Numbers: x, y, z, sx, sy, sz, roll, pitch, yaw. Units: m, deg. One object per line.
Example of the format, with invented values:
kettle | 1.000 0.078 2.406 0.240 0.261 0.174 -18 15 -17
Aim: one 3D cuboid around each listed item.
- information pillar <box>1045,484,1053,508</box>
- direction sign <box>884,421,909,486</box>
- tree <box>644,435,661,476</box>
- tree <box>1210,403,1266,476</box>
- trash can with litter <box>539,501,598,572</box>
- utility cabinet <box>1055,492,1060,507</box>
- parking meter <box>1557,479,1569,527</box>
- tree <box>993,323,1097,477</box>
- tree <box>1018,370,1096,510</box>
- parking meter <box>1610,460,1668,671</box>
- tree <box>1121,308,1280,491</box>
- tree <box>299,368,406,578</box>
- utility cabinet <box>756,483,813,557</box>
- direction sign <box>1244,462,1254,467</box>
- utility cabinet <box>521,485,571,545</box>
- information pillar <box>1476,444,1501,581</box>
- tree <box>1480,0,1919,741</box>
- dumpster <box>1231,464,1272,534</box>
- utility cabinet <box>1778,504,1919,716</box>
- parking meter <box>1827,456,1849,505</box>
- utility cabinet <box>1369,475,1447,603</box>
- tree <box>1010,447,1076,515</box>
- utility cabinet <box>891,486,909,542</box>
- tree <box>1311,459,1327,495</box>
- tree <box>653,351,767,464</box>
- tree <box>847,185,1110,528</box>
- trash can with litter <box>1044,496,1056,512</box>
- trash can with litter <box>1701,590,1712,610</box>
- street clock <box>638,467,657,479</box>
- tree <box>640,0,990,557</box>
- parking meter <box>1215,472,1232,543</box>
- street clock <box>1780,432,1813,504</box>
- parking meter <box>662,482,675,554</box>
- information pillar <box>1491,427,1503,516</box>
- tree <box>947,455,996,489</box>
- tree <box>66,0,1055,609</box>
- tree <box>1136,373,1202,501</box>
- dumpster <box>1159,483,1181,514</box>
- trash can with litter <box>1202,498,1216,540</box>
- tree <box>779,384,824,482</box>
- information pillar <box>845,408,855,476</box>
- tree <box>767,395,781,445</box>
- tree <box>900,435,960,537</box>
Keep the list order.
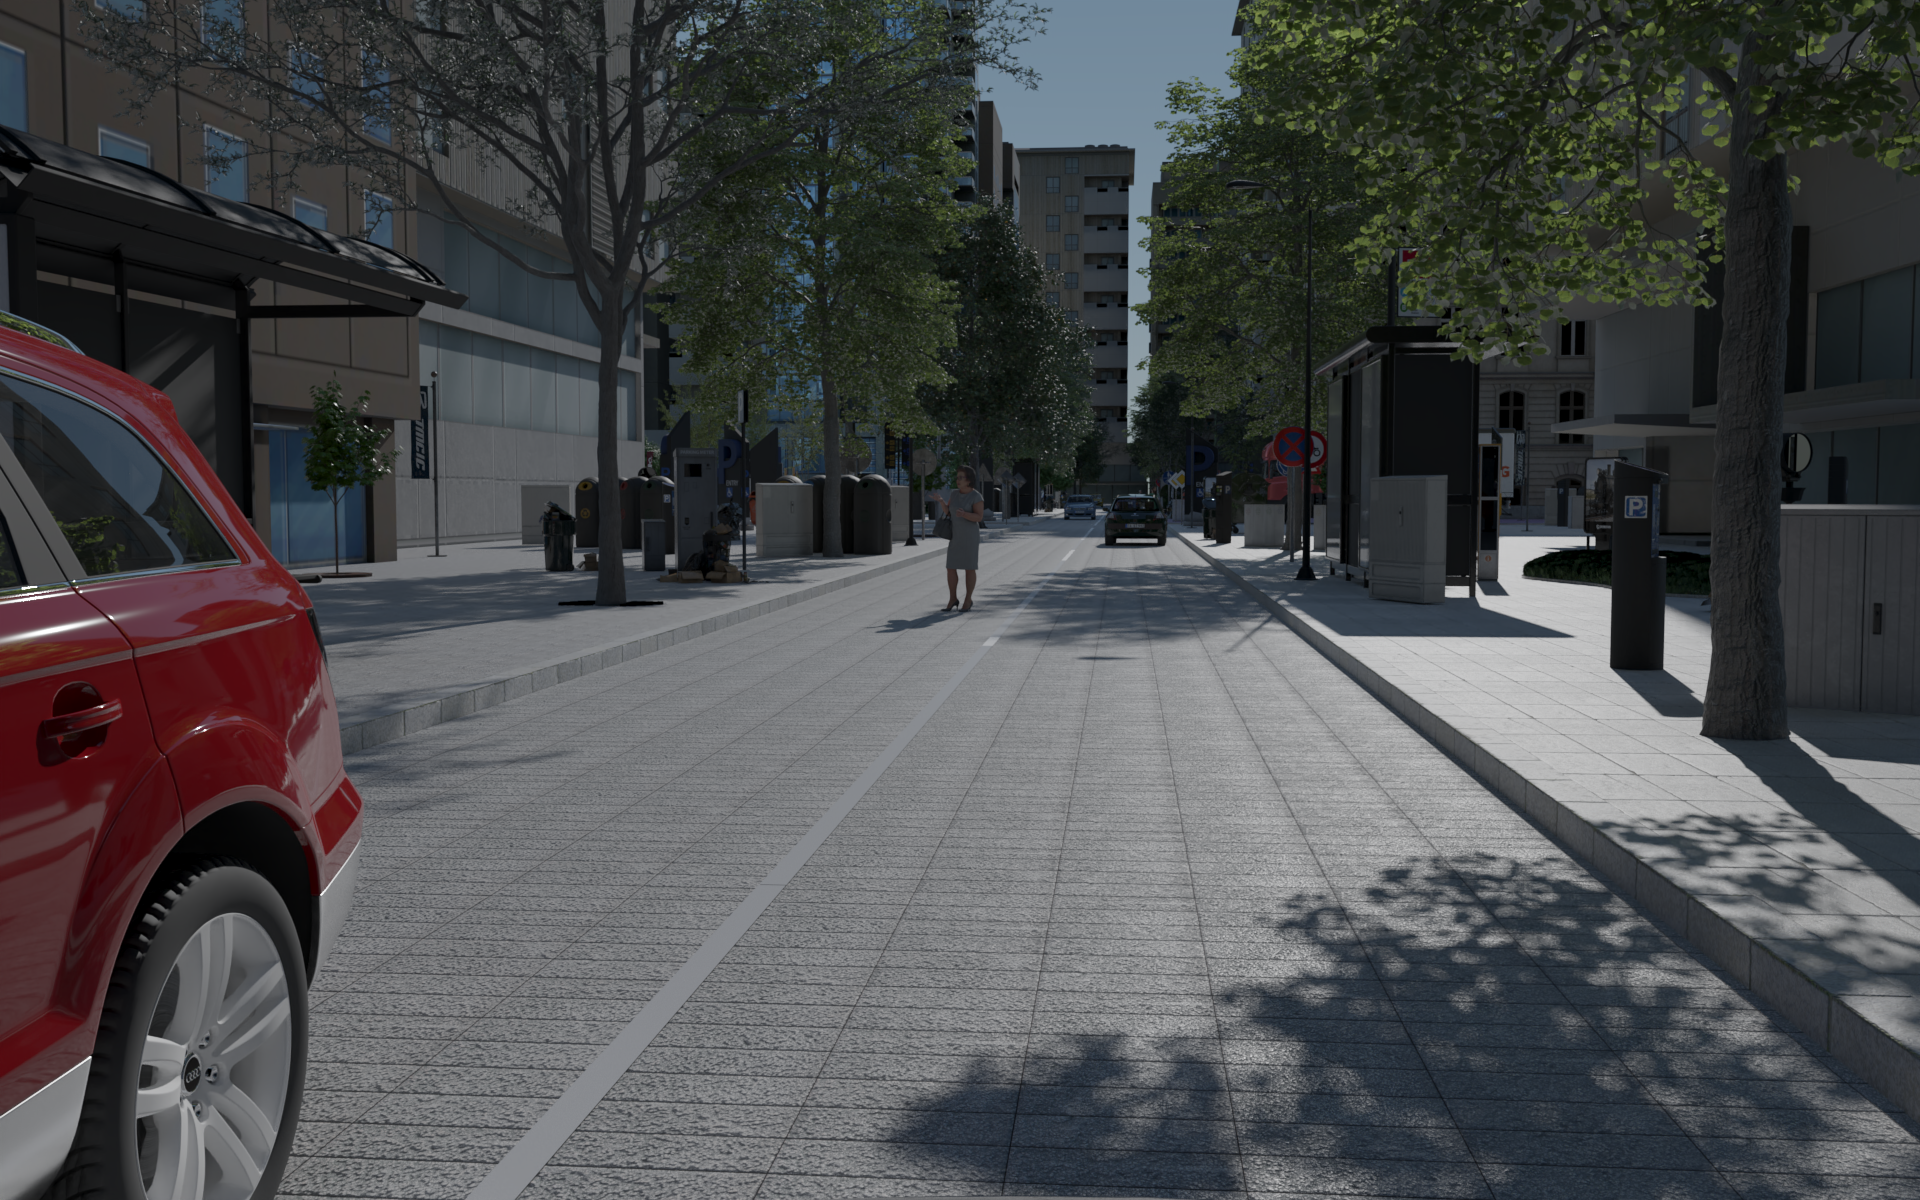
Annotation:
information pillar | 6.612 -7.520 127.447 0.304 2.012 0.304 -2 4 -34
direction sign | -1.911 -3.788 53.929 0.876 3.537 0.379 -1 4 -9
tree | -17.458 -6.858 95.846 4.285 4.588 4.351 0 3 0
tree | 19.017 -10.297 118.717 4.737 8.622 4.395 0 3 0
trash can with litter | -6.456 -1.070 28.888 1.055 1.170 0.624 -1 4 -23
utility cabinet | 8.687 -8.883 153.914 0.318 1.500 1.173 1 4 12
parking meter | 23.650 -3.806 67.938 0.255 1.863 0.399 -2 4 -31
tree | 4.710 -12.997 119.155 9.857 13.997 8.962 0 3 0
tree | 7.632 -13.348 143.999 9.928 11.665 9.643 0 3 0
parking meter | 4.986 -0.263 12.718 0.372 1.533 0.369 0 3 0
tree | 12.240 -9.203 84.884 7.601 10.594 8.767 -1 4 -11
tree | -9.652 -1.959 26.626 1.663 3.219 1.824 0 3 0
utility cabinet | -3.577 -1.632 35.361 1.173 1.500 0.318 -3 4 -36
direction sign | 20.442 -7.998 122.772 0.379 3.537 0.876 -3 5 -40
utility cabinet | -10.343 -2.118 43.305 1.173 1.500 0.318 0 4 -7
information pillar | 7.779 -1.286 25.516 0.304 2.012 0.304 1 4 11
tree | 4.308 -5.523 8.431 7.486 12.596 7.792 0 3 0
dumpster | 9.421 -3.324 56.844 1.502 2.255 1.985 0 4 6
utility cabinet | 5.295 0.050 10.343 1.020 1.237 0.306 3 4 38
parking meter | 13.699 -1.305 27.054 0.255 1.863 0.399 2 4 31
utility cabinet | 5.297 -0.727 20.562 0.318 1.500 1.173 -1 4 -19
tree | 4.551 -7.615 108.226 4.285 4.588 4.351 0 3 0
utility cabinet | -1.850 -2.268 45.764 1.173 1.500 0.318 -3 5 -44
tree | 14.921 -4.589 69.636 1.663 3.219 1.824 0 3 0
tree | -12.865 -8.336 86.659 4.737 8.622 4.395 0 3 0
tree | 0.512 -9.050 64.973 9.611 12.733 9.660 0 3 0
trash can with litter | 6.283 -6.736 121.525 0.624 1.170 1.055 1 4 20
trash can with litter | 8.496 -0.436 18.516 1.055 1.170 0.624 3 5 43
street clock | -8.328 -2.546 46.205 0.471 2.002 0.358 -2 4 -29
tree | -2.874 -7.122 34.575 7.486 12.596 7.792 0 3 0
parking meter | 6.864 -2.410 45.117 0.399 1.863 0.255 -3 5 -39
street clock | 9.808 -0.974 20.499 0.471 2.002 0.358 -1 4 -22
parking meter | -6.165 -1.749 37.001 0.372 1.533 0.369 0 3 0
information pillar | 18.534 -4.192 59.886 0.183 3.616 0.504 -2 4 -25
tree | 0.466 -7.308 103.205 4.285 4.588 4.351 0 3 0
tree | -4.070 -6.688 19.721 12.009 13.543 11.850 0 3 0
tree | 12.394 -9.228 101.239 4.360 8.622 3.978 0 3 0
dumpster | 13.646 -6.696 111.973 1.502 2.255 1.985 0 4 5
trash can with litter | 7.275 -2.311 49.175 0.624 1.170 1.055 -1 4 -14
tree | -10.396 -10.155 116.402 4.360 8.622 3.978 0 3 0
information pillar | -2.992 -3.414 47.177 0.183 3.616 0.504 -2 4 -29
tree | -14.181 -10.424 120.798 4.737 8.622 4.395 0 3 0
tree | -1.134 -3.503 51.881 1.663 3.219 1.824 0 3 0
